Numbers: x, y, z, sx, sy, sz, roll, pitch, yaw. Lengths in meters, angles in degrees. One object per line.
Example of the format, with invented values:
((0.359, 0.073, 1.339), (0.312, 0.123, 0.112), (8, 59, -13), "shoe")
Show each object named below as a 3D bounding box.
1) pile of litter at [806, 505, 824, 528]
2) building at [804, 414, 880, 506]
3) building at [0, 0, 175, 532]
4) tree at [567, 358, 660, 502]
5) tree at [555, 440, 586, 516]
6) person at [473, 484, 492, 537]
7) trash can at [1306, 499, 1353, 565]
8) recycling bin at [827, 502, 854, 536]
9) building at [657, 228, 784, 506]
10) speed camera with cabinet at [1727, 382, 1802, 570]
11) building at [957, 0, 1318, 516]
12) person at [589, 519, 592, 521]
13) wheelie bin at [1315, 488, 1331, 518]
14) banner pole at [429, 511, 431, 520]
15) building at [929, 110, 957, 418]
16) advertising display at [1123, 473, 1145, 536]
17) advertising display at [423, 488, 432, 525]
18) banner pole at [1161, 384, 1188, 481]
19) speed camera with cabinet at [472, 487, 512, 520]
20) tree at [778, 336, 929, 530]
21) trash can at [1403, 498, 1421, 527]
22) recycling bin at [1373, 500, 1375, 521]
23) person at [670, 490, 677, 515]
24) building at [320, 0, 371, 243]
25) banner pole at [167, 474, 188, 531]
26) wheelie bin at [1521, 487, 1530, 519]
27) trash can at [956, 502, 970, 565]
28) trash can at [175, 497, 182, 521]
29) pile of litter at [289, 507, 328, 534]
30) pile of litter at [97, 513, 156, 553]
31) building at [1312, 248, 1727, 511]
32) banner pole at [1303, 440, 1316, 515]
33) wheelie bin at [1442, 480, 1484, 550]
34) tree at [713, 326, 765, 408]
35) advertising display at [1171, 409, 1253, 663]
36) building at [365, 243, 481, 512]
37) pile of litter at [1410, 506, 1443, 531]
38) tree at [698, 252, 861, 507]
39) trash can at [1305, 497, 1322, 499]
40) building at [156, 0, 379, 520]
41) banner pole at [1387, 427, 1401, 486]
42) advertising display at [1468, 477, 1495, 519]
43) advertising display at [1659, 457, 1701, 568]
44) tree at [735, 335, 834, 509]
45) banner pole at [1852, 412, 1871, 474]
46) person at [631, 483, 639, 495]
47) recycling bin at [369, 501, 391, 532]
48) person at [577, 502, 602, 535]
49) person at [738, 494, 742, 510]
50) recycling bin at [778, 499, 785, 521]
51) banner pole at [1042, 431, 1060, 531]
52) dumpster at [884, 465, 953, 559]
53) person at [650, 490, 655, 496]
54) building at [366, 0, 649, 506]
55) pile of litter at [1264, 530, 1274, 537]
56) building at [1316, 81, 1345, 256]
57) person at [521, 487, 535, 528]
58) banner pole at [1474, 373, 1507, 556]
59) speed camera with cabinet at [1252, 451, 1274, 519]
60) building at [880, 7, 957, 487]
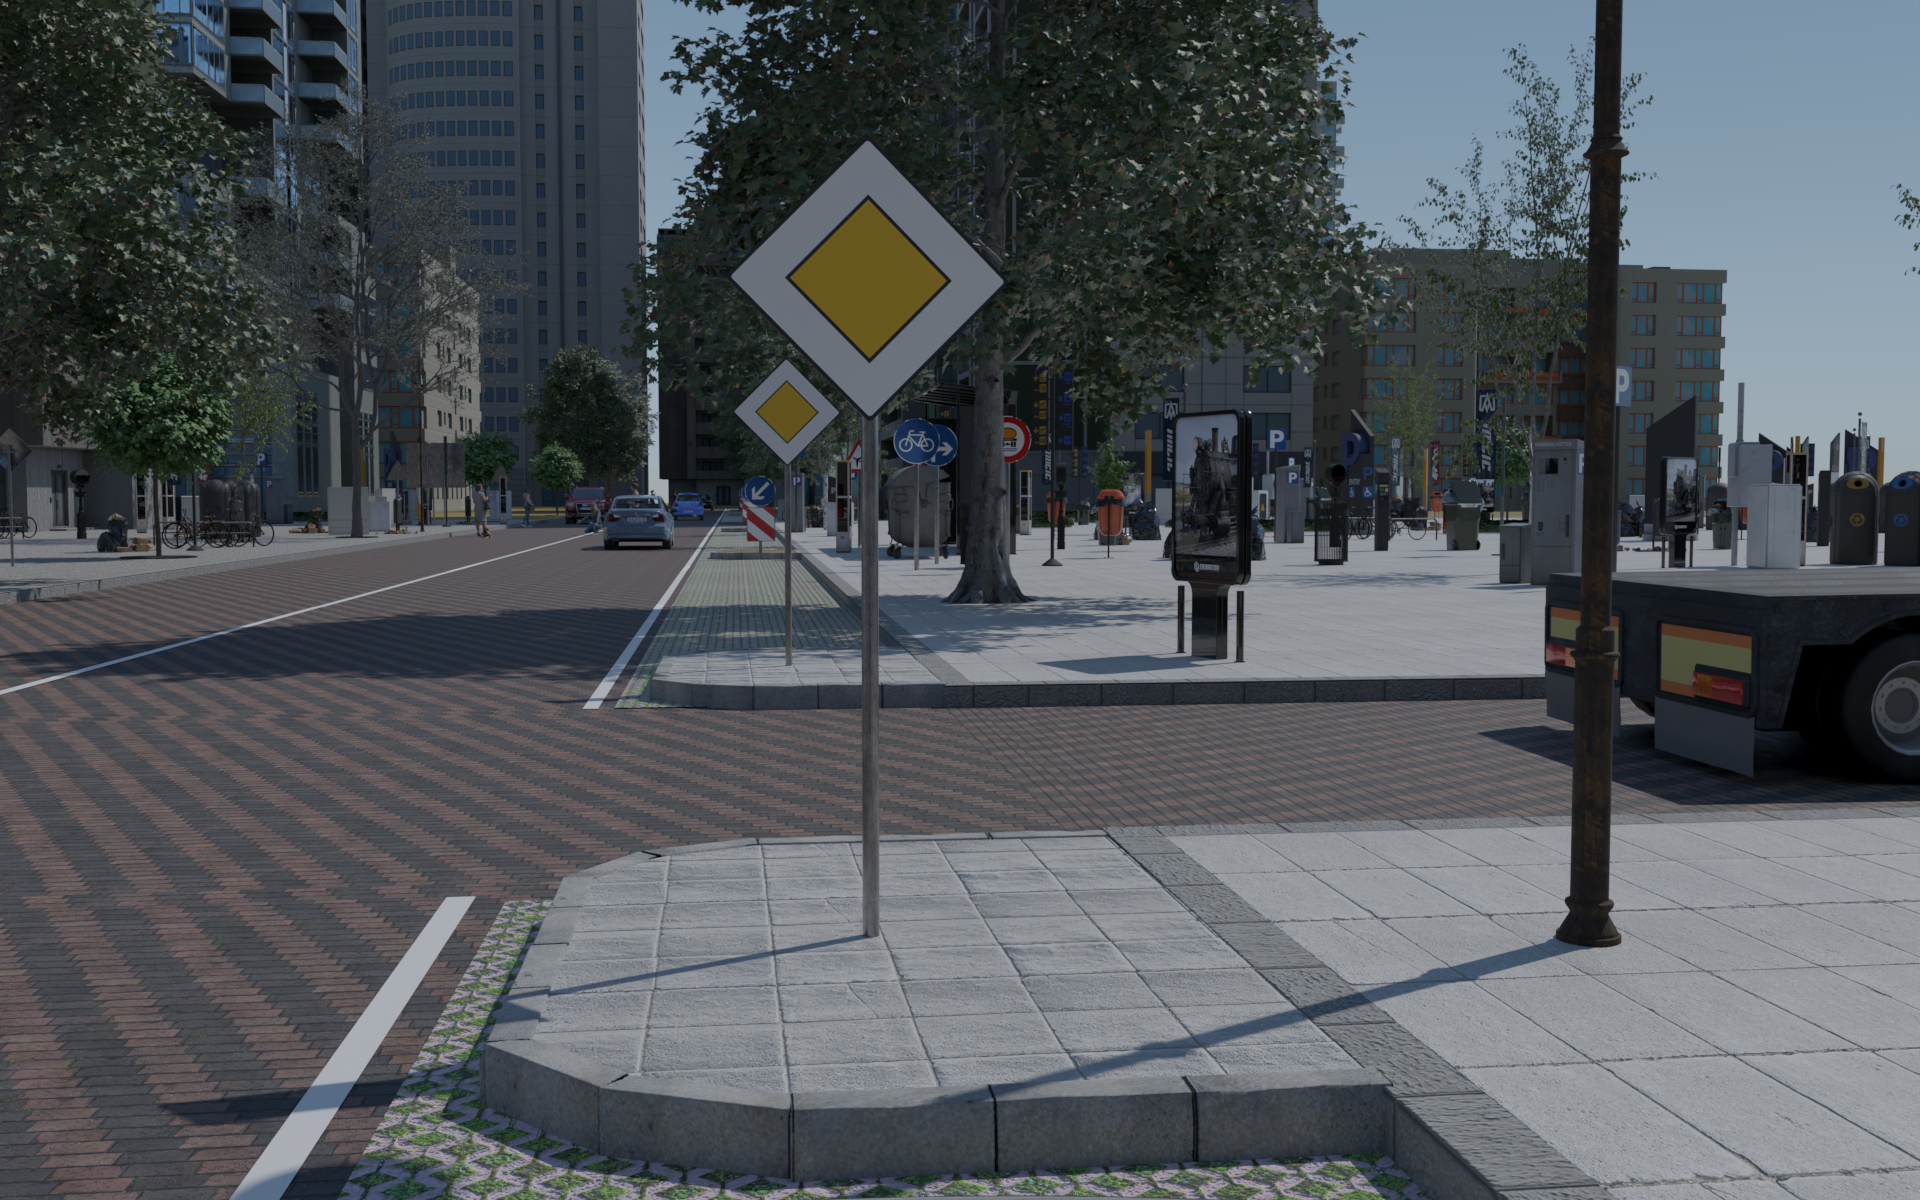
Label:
((-5.513, -3.181, 65.977), (1.719, 0.858, 1.176), (1, 4, 16), "pile of litter")
((-4.098, -35.173, 194.689), (30.456, 49.044, 23.786), (0, 4, -7), "building")
((-36.852, -17.591, 59.308), (14.160, 30.474, 14.107), (0, 4, -7), "building")
((-32.142, -15.385, 158.191), (9.857, 13.997, 8.962), (0, 3, 0), "tree")
((-24.014, -7.326, 103.499), (4.285, 4.588, 4.351), (0, 3, 0), "tree")
((-16.036, -3.026, 58.326), (0.716, 1.782, 0.532), (2, 4, 28), "person")
((6.729, -1.207, 31.380), (0.748, 1.137, 0.748), (0, 3, 0), "trash can")
((-3.646, -2.462, 52.809), (0.722, 1.027, 0.722), (0, 4, 6), "recycling bin")
((-25.593, -25.445, 187.732), (14.107, 30.474, 14.160), (0, 4, -7), "building")
((13.969, -2.187, 30.086), (0.660, 3.252, 2.038), (0, 4, 5), "speed camera with cabinet")
((9.058, -40.937, 107.566), (20.563, 71.187, 20.611), (0, 4, -7), "building")
((-19.500, -5.122, 91.878), (1.348, 1.869, 0.705), (-1, 4, -14), "person")
((17.532, -4.666, 84.196), (0.980, 1.594, 0.693), (-1, 4, -23), "wheelie bin")
((-25.800, -5.804, 84.918), (0.863, 3.779, 0.401), (-3, 5, -42), "banner pole")
((4.477, -21.656, 125.771), (14.160, 30.474, 14.107), (0, 4, -7), "building")
((5.326, -2.930, 53.116), (0.123, 1.923, 0.974), (-2, 4, -29), "advertising display")
((-22.441, -4.120, 72.577), (0.974, 1.923, 0.123), (3, 5, 41), "advertising display")
((4.941, -3.029, 39.544), (0.863, 3.779, 0.401), (3, 5, 44), "banner pole")
((-23.131, -5.577, 85.520), (0.660, 3.252, 2.038), (2, 4, 35), "speed camera with cabinet")
((-2.987, -5.951, 47.659), (4.360, 8.622, 3.978), (0, 3, 0), "tree")
((17.807, -3.462, 68.253), (0.748, 1.137, 0.748), (0, 3, 0), "trash can")
((18.546, -3.975, 77.543), (0.722, 1.027, 0.722), (1, 4, 10), "recycling bin")
((-18.853, -6.457, 114.794), (0.721, 1.735, 1.217), (-3, 5, -42), "person")
((-73.367, -45.549, 182.973), (20.611, 71.187, 20.563), (0, 4, -7), "building")
((-27.415, -4.328, 60.784), (0.863, 3.779, 0.401), (-2, 4, -23), "banner pole")
((26.513, -4.440, 80.494), (0.980, 1.594, 0.693), (3, 5, 40), "wheelie bin")
((0.306, -1.133, 30.172), (0.748, 1.137, 0.748), (0, 3, 0), "trash can")
((-35.364, -4.109, 78.831), (0.748, 1.137, 0.748), (0, 3, 0), "trash can")
((-21.342, -2.621, 56.811), (1.176, 0.858, 1.719), (-2, 4, -35), "pile of litter")
((-18.603, -1.519, 38.806), (1.176, 0.858, 1.719), (1, 4, 18), "pile of litter")
((42.926, -18.380, 145.545), (28.899, 21.520, 27.650), (0, 4, -7), "building")
((16.373, -5.563, 80.969), (0.401, 3.779, 0.863), (-3, 5, -40), "banner pole")
((11.467, -1.940, 39.632), (0.980, 1.594, 0.693), (-1, 4, -12), "wheelie bin")
((-17.400, -18.933, 165.446), (12.611, 20.169, 13.585), (0, 3, 0), "tree")
((1.957, -0.509, 13.542), (0.123, 1.923, 0.974), (-2, 4, -24), "advertising display")
((-53.948, -17.674, 134.008), (28.899, 21.520, 27.650), (0, 4, -7), "building")
((16.563, -2.887, 61.162), (1.719, 0.858, 1.176), (-2, 4, -35), "pile of litter")
((-7.719, -10.691, 81.452), (9.857, 13.997, 8.962), (0, 3, 0), "tree")
((15.562, -3.956, 76.340), (0.748, 1.137, 0.748), (0, 3, 0), "trash can")
((-45.972, -47.965, 96.900), (22.319, 86.520, 31.000), (0, 4, -7), "building")
((16.172, -4.573, 64.791), (0.863, 3.779, 0.401), (-2, 4, -30), "banner pole")
((19.448, -3.635, 64.638), (0.974, 1.923, 0.123), (0, 4, 5), "advertising display")
((12.515, -1.527, 30.174), (0.974, 1.923, 0.123), (-2, 4, -35), "advertising display")
((-10.080, -11.423, 104.894), (7.486, 12.596, 7.792), (0, 3, 0), "tree")
((27.566, -3.851, 52.987), (0.863, 3.779, 0.401), (-3, 5, -43), "banner pole")
((-10.180, -2.760, 53.962), (0.374, 1.781, 0.599), (-1, 4, -19), "person")
((-19.974, -2.864, 59.373), (0.722, 1.027, 0.722), (-2, 4, -34), "recycling bin")
((-12.754, -2.827, 60.228), (0.738, 1.151, 1.012), (-3, 5, -42), "person")
((-18.938, -8.530, 149.442), (0.415, 1.643, 0.593), (-1, 4, -10), "person")
((-8.353, -4.370, 84.009), (0.722, 1.027, 0.722), (2, 4, 34), "recycling bin")
((3.210, -4.279, 59.986), (0.863, 3.779, 0.401), (1, 4, 17), "banner pole")
((-0.825, -1.780, 34.866), (1.264, 1.857, 1.865), (0, 4, -7), "dumpster")
((-20.624, -6.530, 116.068), (0.445, 1.727, 0.742), (0, 4, -1), "person")
((-48.343, -39.475, 187.416), (28.212, 58.520, 21.231), (0, 4, -7), "building")
((8.571, -2.293, 51.452), (1.719, 0.858, 1.176), (0, 4, 6), "pile of litter")
((27.263, -35.428, 198.858), (30.456, 49.044, 23.786), (0, 4, -7), "building")
((-18.584, -3.987, 74.275), (0.643, 1.750, 0.593), (-3, 5, -40), "person")
((11.127, -2.822, 36.160), (0.401, 3.779, 0.863), (-3, 5, -42), "banner pole")
((13.899, -5.193, 79.243), (0.660, 3.252, 2.038), (3, 4, 39), "speed camera with cabinet")
((4.808, -31.798, 143.600), (21.300, 48.544, 21.600), (0, 4, -7), "building")
